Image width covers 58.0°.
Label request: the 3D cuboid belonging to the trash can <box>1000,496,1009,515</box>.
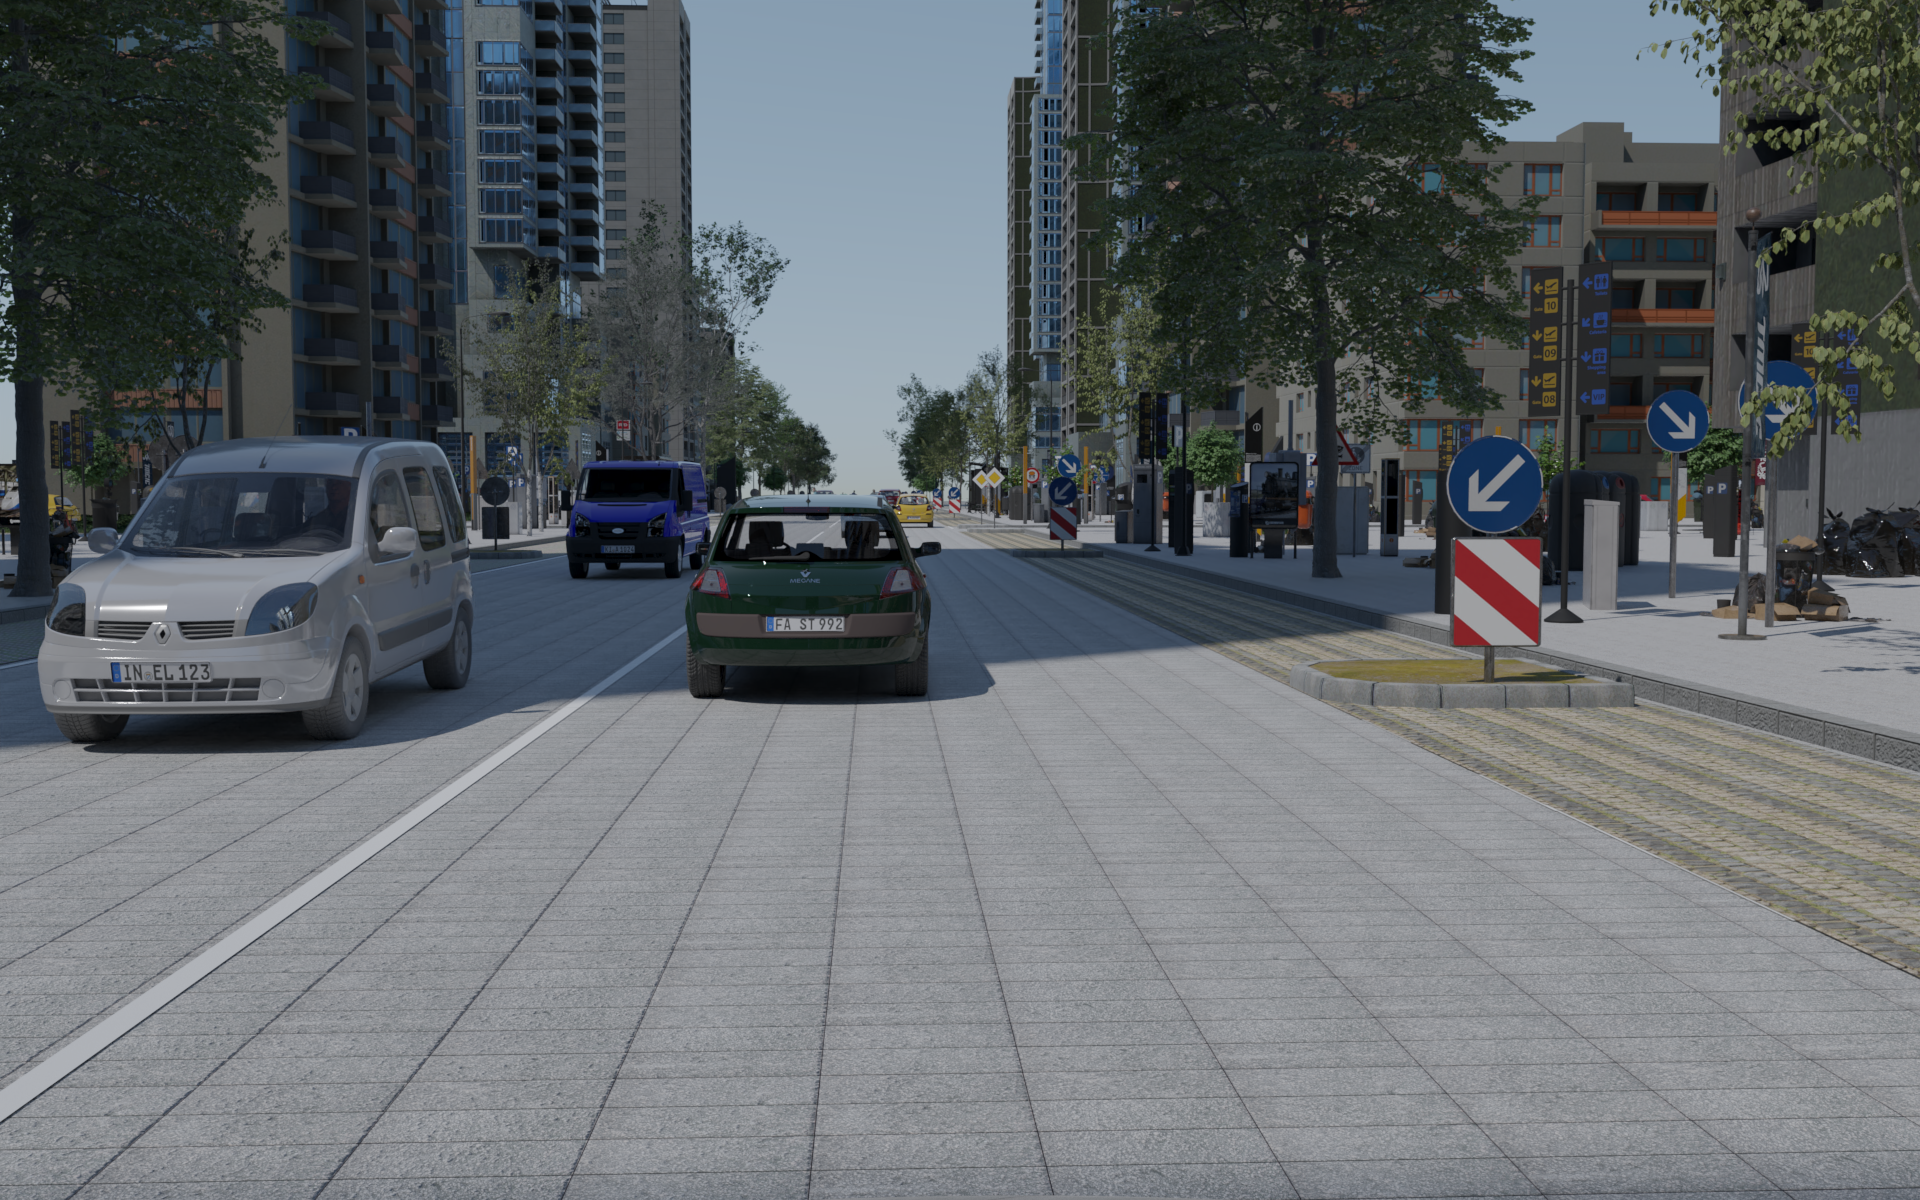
[{"bbox_3d":[2.641,-5.703,104.894,0.748,1.137,0.748,0,3,0],"label":"trash can"}]

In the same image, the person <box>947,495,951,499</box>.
[{"bbox_3d":[-1.351,-13.522,229.460,0.709,1.838,0.599,-1,4,-18],"label":"person"}]

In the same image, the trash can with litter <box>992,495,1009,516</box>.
[{"bbox_3d":[3.120,-5.643,103.312,2.233,1.210,1.678,1,4,14],"label":"trash can with litter"}]

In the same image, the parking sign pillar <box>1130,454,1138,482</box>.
[{"bbox_3d":[11.880,-7.812,116.195,1.447,3.967,1.447,-1,4,-17],"label":"parking sign pillar"}]

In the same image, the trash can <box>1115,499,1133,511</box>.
[{"bbox_3d":[4.465,-2.094,45.891,0.748,1.137,0.748,0,3,0],"label":"trash can"}]

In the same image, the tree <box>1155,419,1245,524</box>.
[{"bbox_3d":[10.979,-5.576,74.889,4.285,4.588,4.351,0,3,0],"label":"tree"}]

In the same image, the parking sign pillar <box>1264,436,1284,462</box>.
[{"bbox_3d":[14.409,-5.576,79.632,1.447,3.967,1.447,2,4,33],"label":"parking sign pillar"}]

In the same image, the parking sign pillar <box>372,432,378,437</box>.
[{"bbox_3d":[-25.163,-5.343,75.831,1.447,3.967,1.447,1,4,18],"label":"parking sign pillar"}]

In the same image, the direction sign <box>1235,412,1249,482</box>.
[{"bbox_3d":[7.949,-3.432,48.107,0.379,3.537,0.876,1,4,14],"label":"direction sign"}]

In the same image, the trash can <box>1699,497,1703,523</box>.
[{"bbox_3d":[32.819,-3.933,75.961,0.748,1.137,0.748,0,3,0],"label":"trash can"}]

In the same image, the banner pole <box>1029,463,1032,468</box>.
[{"bbox_3d":[5.707,-9.190,140.268,0.401,3.779,0.863,2,4,25],"label":"banner pole"}]

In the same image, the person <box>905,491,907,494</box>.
[{"bbox_3d":[-5.690,-10.505,180.976,1.217,1.735,0.721,2,4,24],"label":"person"}]

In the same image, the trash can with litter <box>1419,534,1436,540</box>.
[{"bbox_3d":[13.803,-2.271,48.185,1.678,1.210,2.233,-2,4,-31],"label":"trash can with litter"}]

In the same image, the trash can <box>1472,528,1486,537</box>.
[{"bbox_3d":[8.183,-0.915,26.611,0.748,1.137,0.748,0,3,0],"label":"trash can"}]

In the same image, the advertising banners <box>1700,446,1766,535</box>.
[{"bbox_3d":[24.209,-3.535,53.978,2.074,3.025,0.090,1,4,13],"label":"advertising banners"}]

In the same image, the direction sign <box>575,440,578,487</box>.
[{"bbox_3d":[-16.120,-4.951,72.944,0.379,3.537,0.876,-1,4,-18],"label":"direction sign"}]

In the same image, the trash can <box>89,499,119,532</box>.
[{"bbox_3d":[-23.738,-2.227,48.066,0.748,1.137,0.748,0,3,0],"label":"trash can"}]

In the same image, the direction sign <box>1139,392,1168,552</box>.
[{"bbox_3d":[4.315,-2.857,38.713,0.876,3.537,0.379,-3,4,-39],"label":"direction sign"}]

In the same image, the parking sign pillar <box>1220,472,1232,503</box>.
[{"bbox_3d":[13.304,-6.002,86.612,1.447,3.967,1.447,0,4,-1],"label":"parking sign pillar"}]

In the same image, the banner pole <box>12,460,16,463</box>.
[{"bbox_3d":[-60.320,-7.398,110.982,0.401,3.779,0.863,2,4,31],"label":"banner pole"}]

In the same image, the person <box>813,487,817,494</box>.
[{"bbox_3d":[-8.902,-6.021,106.808,0.748,1.841,0.638,1,4,22],"label":"person"}]

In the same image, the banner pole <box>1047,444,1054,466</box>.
[{"bbox_3d":[4.499,-5.861,85.851,0.401,3.779,0.863,2,4,31],"label":"banner pole"}]

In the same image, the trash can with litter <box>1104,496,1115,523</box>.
[{"bbox_3d":[7.257,-4.039,77.092,2.233,1.210,1.678,-3,5,-41],"label":"trash can with litter"}]

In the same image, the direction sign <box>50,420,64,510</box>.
[{"bbox_3d":[-27.882,-3.777,53.751,0.379,3.537,0.876,1,4,10],"label":"direction sign"}]

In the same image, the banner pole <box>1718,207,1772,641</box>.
[{"bbox_3d":[6.886,-1.529,15.013,0.401,3.779,0.863,1,4,12],"label":"banner pole"}]

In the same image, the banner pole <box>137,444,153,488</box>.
[{"bbox_3d":[-40.776,-5.905,86.560,0.863,3.779,0.401,-2,4,-31],"label":"banner pole"}]

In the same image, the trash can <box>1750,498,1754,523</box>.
[{"bbox_3d":[25.699,-2.774,57.010,0.748,1.137,0.748,0,3,0],"label":"trash can"}]

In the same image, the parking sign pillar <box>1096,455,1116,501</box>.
[{"bbox_3d":[9.788,-7.825,116.407,1.447,3.967,1.447,-2,4,-24],"label":"parking sign pillar"}]

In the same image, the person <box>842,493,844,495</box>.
[{"bbox_3d":[-19.549,-17.189,290.344,0.445,1.727,0.742,3,5,41],"label":"person"}]

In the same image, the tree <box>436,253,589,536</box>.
[{"bbox_3d":[-13.329,-6.247,52.502,4.360,8.622,3.978,0,3,0],"label":"tree"}]

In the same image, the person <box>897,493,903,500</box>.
[{"bbox_3d":[-3.622,-5.751,105.127,0.503,1.515,0.523,-2,4,-29],"label":"person"}]

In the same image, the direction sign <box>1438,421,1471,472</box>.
[{"bbox_3d":[15.385,-3.778,53.761,0.876,3.537,0.379,1,4,22],"label":"direction sign"}]

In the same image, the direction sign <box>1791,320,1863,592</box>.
[{"bbox_3d":[11.377,-1.886,22.828,0.379,3.537,0.876,-3,5,-44],"label":"direction sign"}]

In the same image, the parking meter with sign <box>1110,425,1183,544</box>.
[{"bbox_3d":[4.841,-2.954,44.564,1.738,3.016,0.543,2,4,33],"label":"parking meter with sign"}]

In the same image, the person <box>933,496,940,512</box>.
[{"bbox_3d":[-1.877,-7.808,137.006,0.563,1.720,0.643,-1,4,-14],"label":"person"}]

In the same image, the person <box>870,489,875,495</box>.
[{"bbox_3d":[-6.508,-7.521,131.651,0.590,1.801,0.661,-3,5,-39],"label":"person"}]

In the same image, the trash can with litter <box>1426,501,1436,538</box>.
[{"bbox_3d":[14.249,-2.447,51.402,0.624,1.170,1.055,3,4,36],"label":"trash can with litter"}]

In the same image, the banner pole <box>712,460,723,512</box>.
[{"bbox_3d":[-17.803,-8.398,127.322,0.863,3.779,0.401,0,4,-4],"label":"banner pole"}]

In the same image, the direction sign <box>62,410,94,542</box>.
[{"bbox_3d":[-23.734,-3.357,46.889,0.379,3.537,0.876,1,4,9],"label":"direction sign"}]

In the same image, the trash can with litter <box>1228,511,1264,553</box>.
[{"bbox_3d":[6.429,-1.618,37.848,1.055,1.170,0.624,-1,4,-22],"label":"trash can with litter"}]

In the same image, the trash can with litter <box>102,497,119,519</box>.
[{"bbox_3d":[-29.998,-3.076,61.683,1.055,1.170,0.624,-1,4,-10],"label":"trash can with litter"}]

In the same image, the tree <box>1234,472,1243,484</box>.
[{"bbox_3d":[17.636,-7.189,112.142,1.663,3.219,1.824,0,3,0],"label":"tree"}]

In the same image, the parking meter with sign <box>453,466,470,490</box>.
[{"bbox_3d":[-31.219,-6.800,107.434,1.738,3.016,0.543,2,4,30],"label":"parking meter with sign"}]

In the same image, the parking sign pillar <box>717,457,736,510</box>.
[{"bbox_3d":[-16.652,-8.264,123.581,1.447,3.967,1.447,0,4,0],"label":"parking sign pillar"}]

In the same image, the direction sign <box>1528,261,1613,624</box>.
[{"bbox_3d":[6.045,-1.544,17.236,0.379,3.537,0.876,-3,5,-39],"label":"direction sign"}]

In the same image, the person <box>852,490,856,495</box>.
[{"bbox_3d":[-11.186,-10.730,183.810,0.709,1.838,0.599,-3,5,-40],"label":"person"}]

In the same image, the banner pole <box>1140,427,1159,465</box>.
[{"bbox_3d":[6.236,-4.068,56.532,0.863,3.779,0.401,-1,4,-21],"label":"banner pole"}]

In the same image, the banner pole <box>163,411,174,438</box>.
[{"bbox_3d":[-23.792,-3.798,52.121,0.401,3.779,0.863,0,4,1],"label":"banner pole"}]

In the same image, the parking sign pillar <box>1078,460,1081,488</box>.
[{"bbox_3d":[8.983,-8.986,135.389,1.447,3.967,1.447,2,4,29],"label":"parking sign pillar"}]
